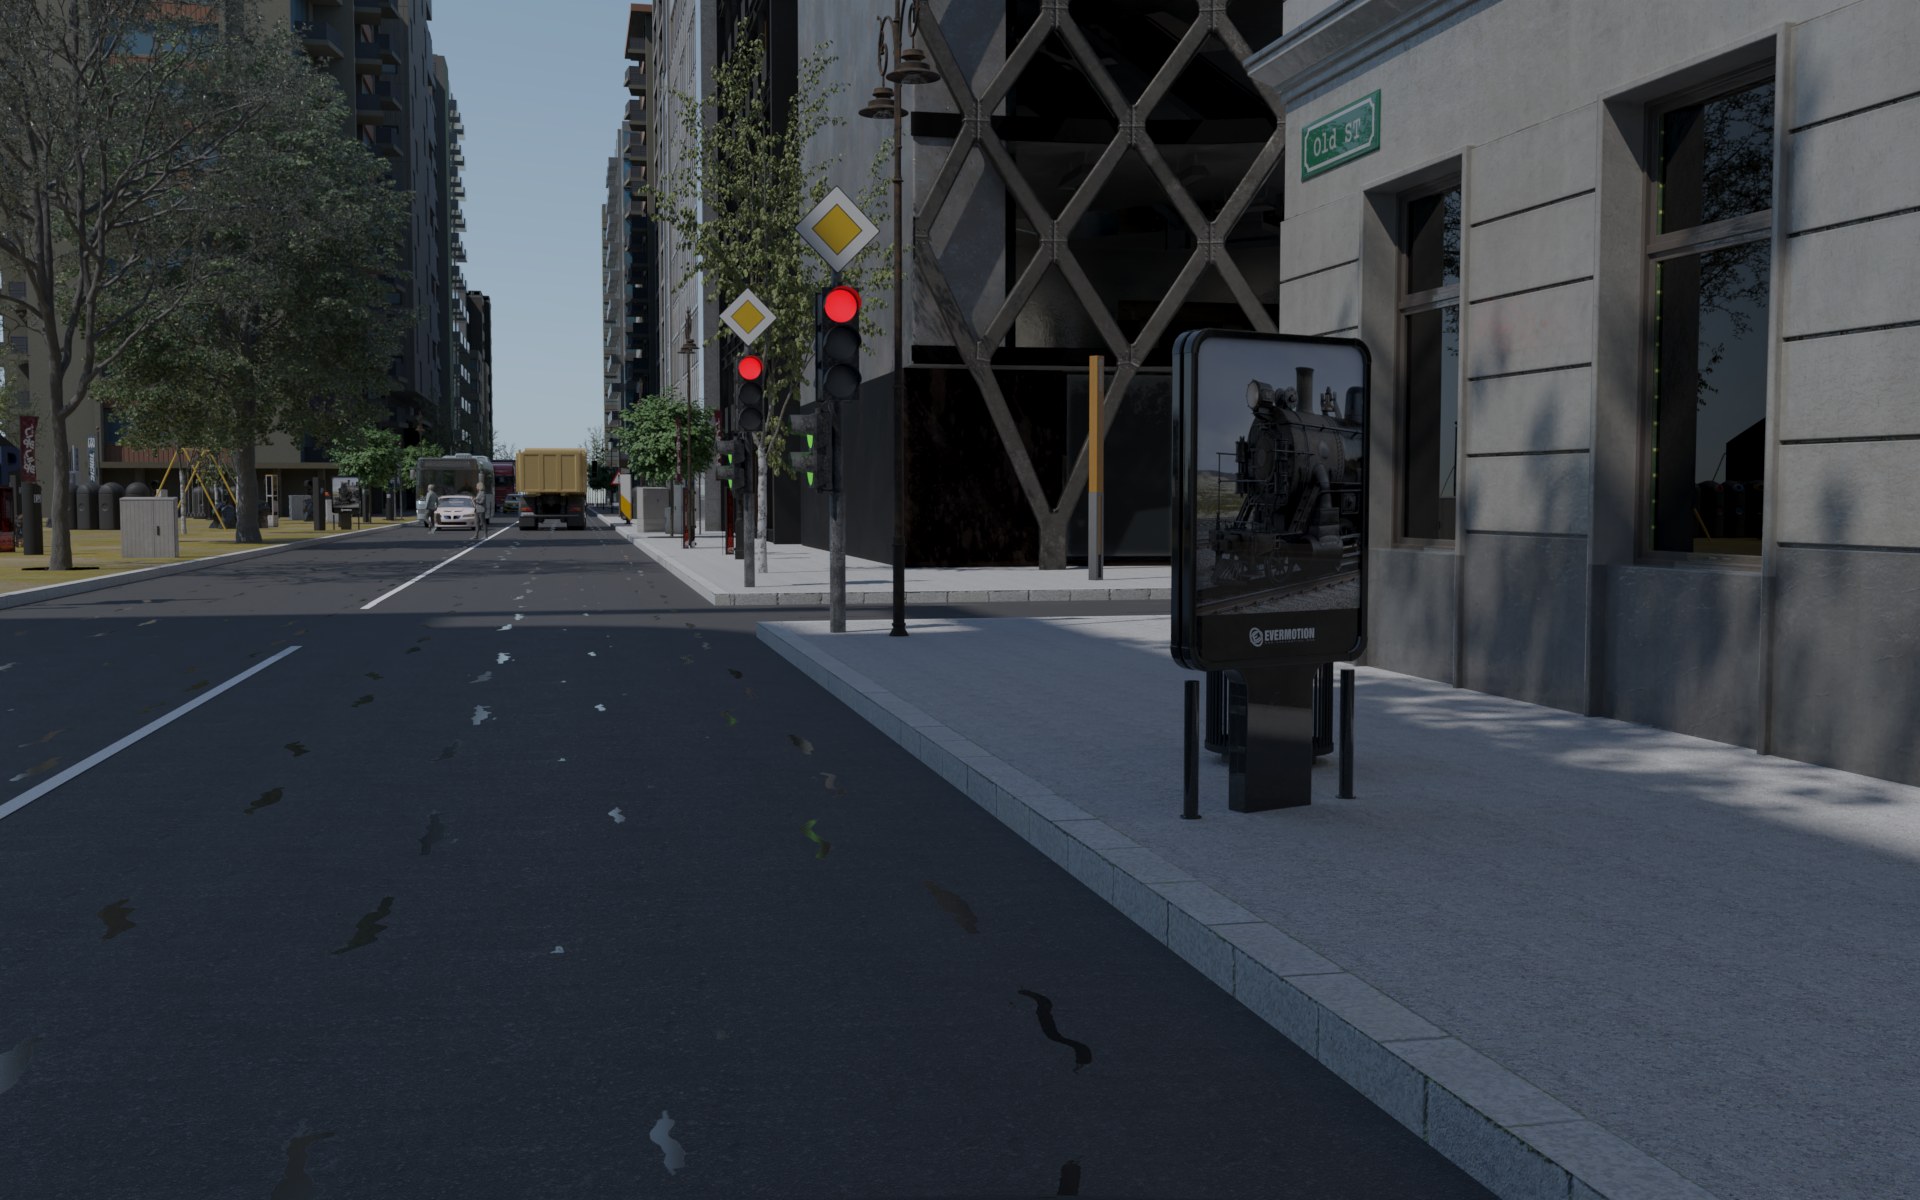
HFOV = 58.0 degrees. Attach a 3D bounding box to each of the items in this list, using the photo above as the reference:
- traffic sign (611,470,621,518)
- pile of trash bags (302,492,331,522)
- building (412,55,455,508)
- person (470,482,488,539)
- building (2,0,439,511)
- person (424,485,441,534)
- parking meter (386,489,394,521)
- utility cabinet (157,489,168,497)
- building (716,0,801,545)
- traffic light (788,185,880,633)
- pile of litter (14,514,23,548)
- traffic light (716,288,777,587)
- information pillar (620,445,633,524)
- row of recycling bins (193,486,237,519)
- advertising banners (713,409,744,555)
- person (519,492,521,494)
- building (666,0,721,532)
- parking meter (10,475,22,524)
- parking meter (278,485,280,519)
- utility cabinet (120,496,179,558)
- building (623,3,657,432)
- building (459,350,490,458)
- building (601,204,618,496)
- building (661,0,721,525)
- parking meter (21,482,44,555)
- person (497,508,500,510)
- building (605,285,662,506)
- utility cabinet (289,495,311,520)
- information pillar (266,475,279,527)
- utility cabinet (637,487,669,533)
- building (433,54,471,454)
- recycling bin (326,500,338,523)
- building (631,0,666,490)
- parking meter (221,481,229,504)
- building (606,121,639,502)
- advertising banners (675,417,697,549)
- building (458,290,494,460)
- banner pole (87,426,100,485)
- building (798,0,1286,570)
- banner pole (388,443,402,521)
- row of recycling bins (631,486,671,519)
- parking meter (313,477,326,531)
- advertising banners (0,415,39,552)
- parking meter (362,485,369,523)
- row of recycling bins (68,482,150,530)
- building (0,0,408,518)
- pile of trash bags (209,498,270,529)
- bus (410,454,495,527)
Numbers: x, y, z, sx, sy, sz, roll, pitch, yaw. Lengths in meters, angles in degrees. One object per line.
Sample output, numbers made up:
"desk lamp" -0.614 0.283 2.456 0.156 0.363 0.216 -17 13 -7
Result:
"traffic sign" -18.644 -5.794 94.740 0.884 2.594 0.081 0 4 -5
"pile of trash bags" -30.145 -4.423 82.066 1.912 1.369 3.447 -1 4 -18
"building" -53.316 -28.857 155.412 14.154 41.232 14.086 -1 4 -13
"person" -15.218 -2.822 54.831 0.526 1.800 0.537 -2 4 -28
"building" -54.946 -33.236 132.653 28.713 52.752 27.495 -1 4 -13
"person" -19.120 -3.297 62.888 0.515 1.767 0.782 1 4 16
"parking meter" -27.627 -4.618 83.912 0.372 1.533 0.369 0 3 0
"utility cabinet" -37.781 -4.489 82.077 0.318 1.500 1.173 -2 4 -34
"building" -0.458 -13.617 52.308 12.332 23.373 15.834 -1 4 -13
"traffic light" -1.150 -1.653 15.946 0.839 4.253 0.868 -1 4 -13
"pile of litter" -22.894 -1.704 41.824 1.176 0.858 1.719 0 4 0
"traffic light" -2.916 -2.129 23.734 0.839 4.253 0.868 -1 4 -13
"information pillar" -14.168 -5.024 73.504 0.504 3.616 0.183 1 4 22
"row of recycling bins" -38.460 -5.057 89.795 1.069 1.692 3.534 1 4 14
"advertising banners" -4.877 -2.477 36.687 0.090 3.025 2.074 1 4 11
"person" -56.898 -13.163 223.845 1.348 1.807 0.705 1 4 18
"building" -5.065 -15.382 69.525 12.078 24.808 19.932 -1 4 -13
"parking meter" -29.345 -2.953 53.992 0.255 1.863 0.399 1 4 17
"parking meter" -35.743 -5.180 90.410 0.255 1.863 0.399 3 5 39
"utility cabinet" -16.289 -1.446 34.808 1.020 1.237 0.306 -1 4 -10
"building" -18.973 -30.755 157.475 22.147 44.769 28.867 -1 4 -13
"building" -74.353 -22.867 218.921 27.650 21.520 28.899 -1 4 -13
"building" -43.804 -34.471 247.190 14.154 41.232 14.086 -1 4 -13
"building" -8.602 -16.581 89.125 12.078 24.808 19.932 -1 4 -13
"parking meter" -19.531 -1.716 36.470 0.372 1.533 0.369 0 3 0
"person" -42.591 -9.241 159.675 0.705 1.814 1.350 0 3 0
"building" -24.732 -31.104 200.433 32.217 40.220 23.993 -1 4 -13
"utility cabinet" -32.516 -4.539 85.377 0.306 1.237 1.020 3 5 40
"information pillar" -26.522 -3.810 66.785 0.304 2.012 0.304 1 4 17
"utility cabinet" -10.133 -2.969 57.224 0.318 1.500 1.173 2 4 35
"building" -65.829 -34.864 189.635 23.786 49.044 30.456 -1 4 -13
"recycling bin" -28.106 -3.995 77.872 0.722 1.027 0.722 -1 4 -17
"building" -14.840 -42.449 132.285 20.563 71.187 20.611 -1 4 -13
"parking meter" -33.544 -4.486 79.061 0.255 1.863 0.399 -2 4 -33
"building" -34.491 -37.077 225.820 23.786 49.044 30.456 -1 4 -13
"advertising banners" -6.441 -2.720 40.655 0.090 3.025 2.074 0 4 3
"building" -72.596 -28.706 241.050 14.160 30.474 14.107 -1 4 -13
"banner pole" -32.114 -4.544 64.313 0.863 3.779 0.401 2 4 29
"building" 6.038 -10.327 36.292 16.811 18.784 16.820 -1 4 -13
"banner pole" -27.517 -5.779 84.508 0.863 3.779 0.401 -2 4 -32
"row of recycling bins" -15.658 -4.921 87.567 1.069 1.692 3.534 -2 4 -35
"parking meter" -22.442 -3.362 60.676 0.255 1.863 0.399 1 4 14
"advertising banners" -21.055 -2.562 38.073 0.090 3.025 2.074 1 4 19
"parking meter" -26.791 -4.433 78.188 0.255 1.863 0.399 -3 5 -41
"row of recycling bins" -30.585 -3.346 61.825 3.534 1.692 1.069 1 4 10
"building" -46.305 -27.606 105.990 22.147 44.769 28.867 -1 4 -13
"pile of trash bags" -26.546 -3.322 64.073 1.912 1.369 3.447 -2 4 -33
"bus" -22.832 -5.127 78.678 2.948 3.499 13.247 -1 4 -12
